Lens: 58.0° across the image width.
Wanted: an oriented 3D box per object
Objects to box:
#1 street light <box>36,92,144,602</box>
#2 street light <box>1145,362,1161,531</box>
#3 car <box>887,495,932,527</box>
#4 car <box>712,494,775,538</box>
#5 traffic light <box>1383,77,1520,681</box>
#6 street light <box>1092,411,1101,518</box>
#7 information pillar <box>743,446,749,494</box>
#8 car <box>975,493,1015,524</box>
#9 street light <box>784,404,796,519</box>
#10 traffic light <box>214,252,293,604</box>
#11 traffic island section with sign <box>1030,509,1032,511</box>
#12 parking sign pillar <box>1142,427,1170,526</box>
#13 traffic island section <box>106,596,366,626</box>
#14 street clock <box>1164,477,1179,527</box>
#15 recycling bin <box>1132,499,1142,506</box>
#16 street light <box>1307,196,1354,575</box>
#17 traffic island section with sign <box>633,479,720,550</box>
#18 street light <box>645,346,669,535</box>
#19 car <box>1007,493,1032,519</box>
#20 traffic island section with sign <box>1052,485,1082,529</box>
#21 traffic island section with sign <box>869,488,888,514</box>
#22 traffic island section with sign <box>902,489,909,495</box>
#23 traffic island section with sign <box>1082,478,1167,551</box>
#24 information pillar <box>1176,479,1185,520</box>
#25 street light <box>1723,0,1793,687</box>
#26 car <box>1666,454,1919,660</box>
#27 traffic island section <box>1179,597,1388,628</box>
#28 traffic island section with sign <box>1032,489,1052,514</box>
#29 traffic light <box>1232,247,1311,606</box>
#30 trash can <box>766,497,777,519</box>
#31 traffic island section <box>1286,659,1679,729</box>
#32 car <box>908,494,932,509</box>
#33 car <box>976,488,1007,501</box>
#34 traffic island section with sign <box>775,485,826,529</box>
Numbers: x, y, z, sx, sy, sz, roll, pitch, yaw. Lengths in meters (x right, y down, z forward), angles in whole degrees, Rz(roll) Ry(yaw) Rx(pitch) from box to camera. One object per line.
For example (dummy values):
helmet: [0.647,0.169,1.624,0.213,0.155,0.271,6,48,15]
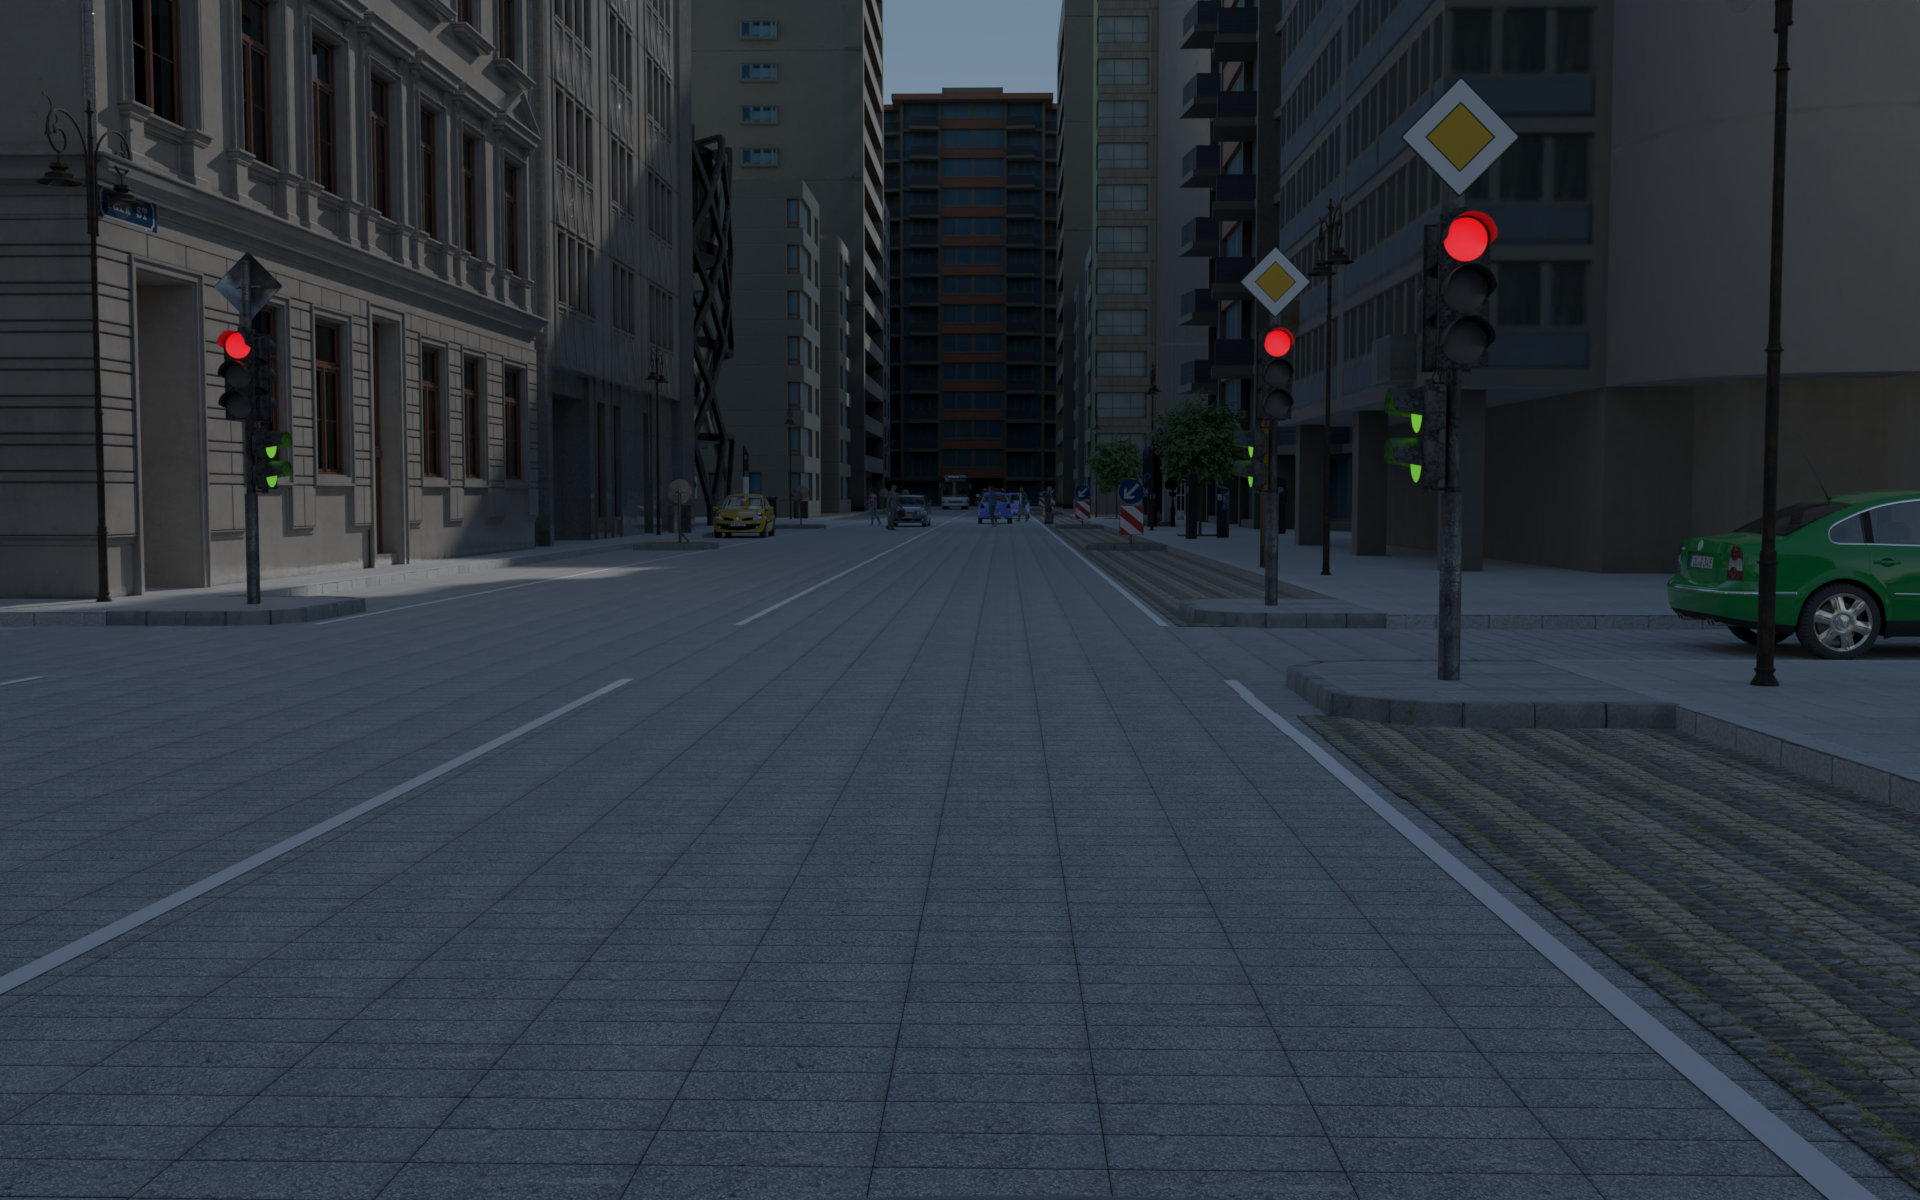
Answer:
street light: [-10.208,-2.917,20.482,0.468,5.910,1.993,0,4,1]
street light: [6.742,-5.376,60.688,0.468,5.910,1.993,0,4,1]
car: [-2.237,-3.987,77.187,2.014,1.417,4.499,0,4,2]
car: [-7.179,-2.909,57.793,2.015,1.641,3.980,0,3,0]
traffic light: [3.361,-1.403,11.861,0.839,4.253,0.868,0,4,1]
street light: [7.456,-7.448,94.564,0.468,5.910,1.993,0,4,1]
information pillar: [-10.374,-5.659,83.884,0.183,3.616,0.504,1,4,19]
car: [1.702,-4.580,84.467,1.945,1.707,3.694,0,4,0]
street light: [-8.578,-7.019,87.551,0.468,5.910,1.993,0,4,1]
traffic light: [-8.240,-1.909,20.132,0.839,4.253,0.868,0,4,1]
traffic island section with sign: [6.949,-8.562,148.623,1.989,1.847,2.006,0,4,1]
parking sign pillar: [7.710,-4.950,69.403,1.447,3.967,1.447,2,4,25]
traffic island section: [-8.280,0.123,20.268,2.009,0.180,2.903,0,4,1]
street clock: [8.309,-3.855,67.604,0.471,2.002,0.358,0,4,-6]
recycling bin: [8.325,-4.168,80.703,0.722,1.027,0.722,0,4,6]
street light: [5.796,-3.332,27.260,0.468,5.910,1.993,0,4,1]
traffic island section with sign: [-7.320,-2.225,45.000,1.989,1.847,2.006,0,4,1]
street light: [-9.447,-4.975,54.121,0.468,5.910,1.993,0,4,1]
car: [3.229,-5.600,101.150,1.945,1.707,3.694,0,4,3]
traffic island section with sign: [4.960,-3.878,72.032,1.989,1.847,2.006,0,4,1]
traffic island section with sign: [-5.319,-6.933,121.985,1.989,1.847,2.006,0,4,1]
traffic island section with sign: [-4.631,-8.581,148.931,1.989,1.847,2.006,0,4,1]
traffic island section with sign: [4.241,-2.197,44.547,1.989,1.847,2.006,0,4,1]
information pillar: [10.962,-4.992,86.108,0.304,2.012,0.304,3,5,44]
street light: [5.399,-2.364,11.445,0.468,5.910,1.993,0,4,1]
car: [8.959,-0.420,15.657,4.718,1.807,1.959,0,4,2]
traffic island section: [3.607,0.142,19.957,2.009,0.180,2.903,0,4,1]
traffic island section with sign: [6.243,-6.914,121.677,1.989,1.847,2.006,0,4,1]
traffic light: [3.567,-1.891,19.844,0.839,4.253,0.868,0,4,1]
trash can: [-9.284,-4.471,84.749,0.748,1.137,0.748,0,3,0]
traffic island section: [3.401,0.630,11.974,2.009,0.180,2.903,0,4,1]
car: [-2.689,-5.832,105.139,2.009,1.686,4.222,0,4,1]
car: [2.161,-6.273,111.233,2.281,1.827,5.304,0,4,0]
traffic island section with sign: [-6.609,-3.884,72.139,1.989,1.847,2.006,0,4,1]
